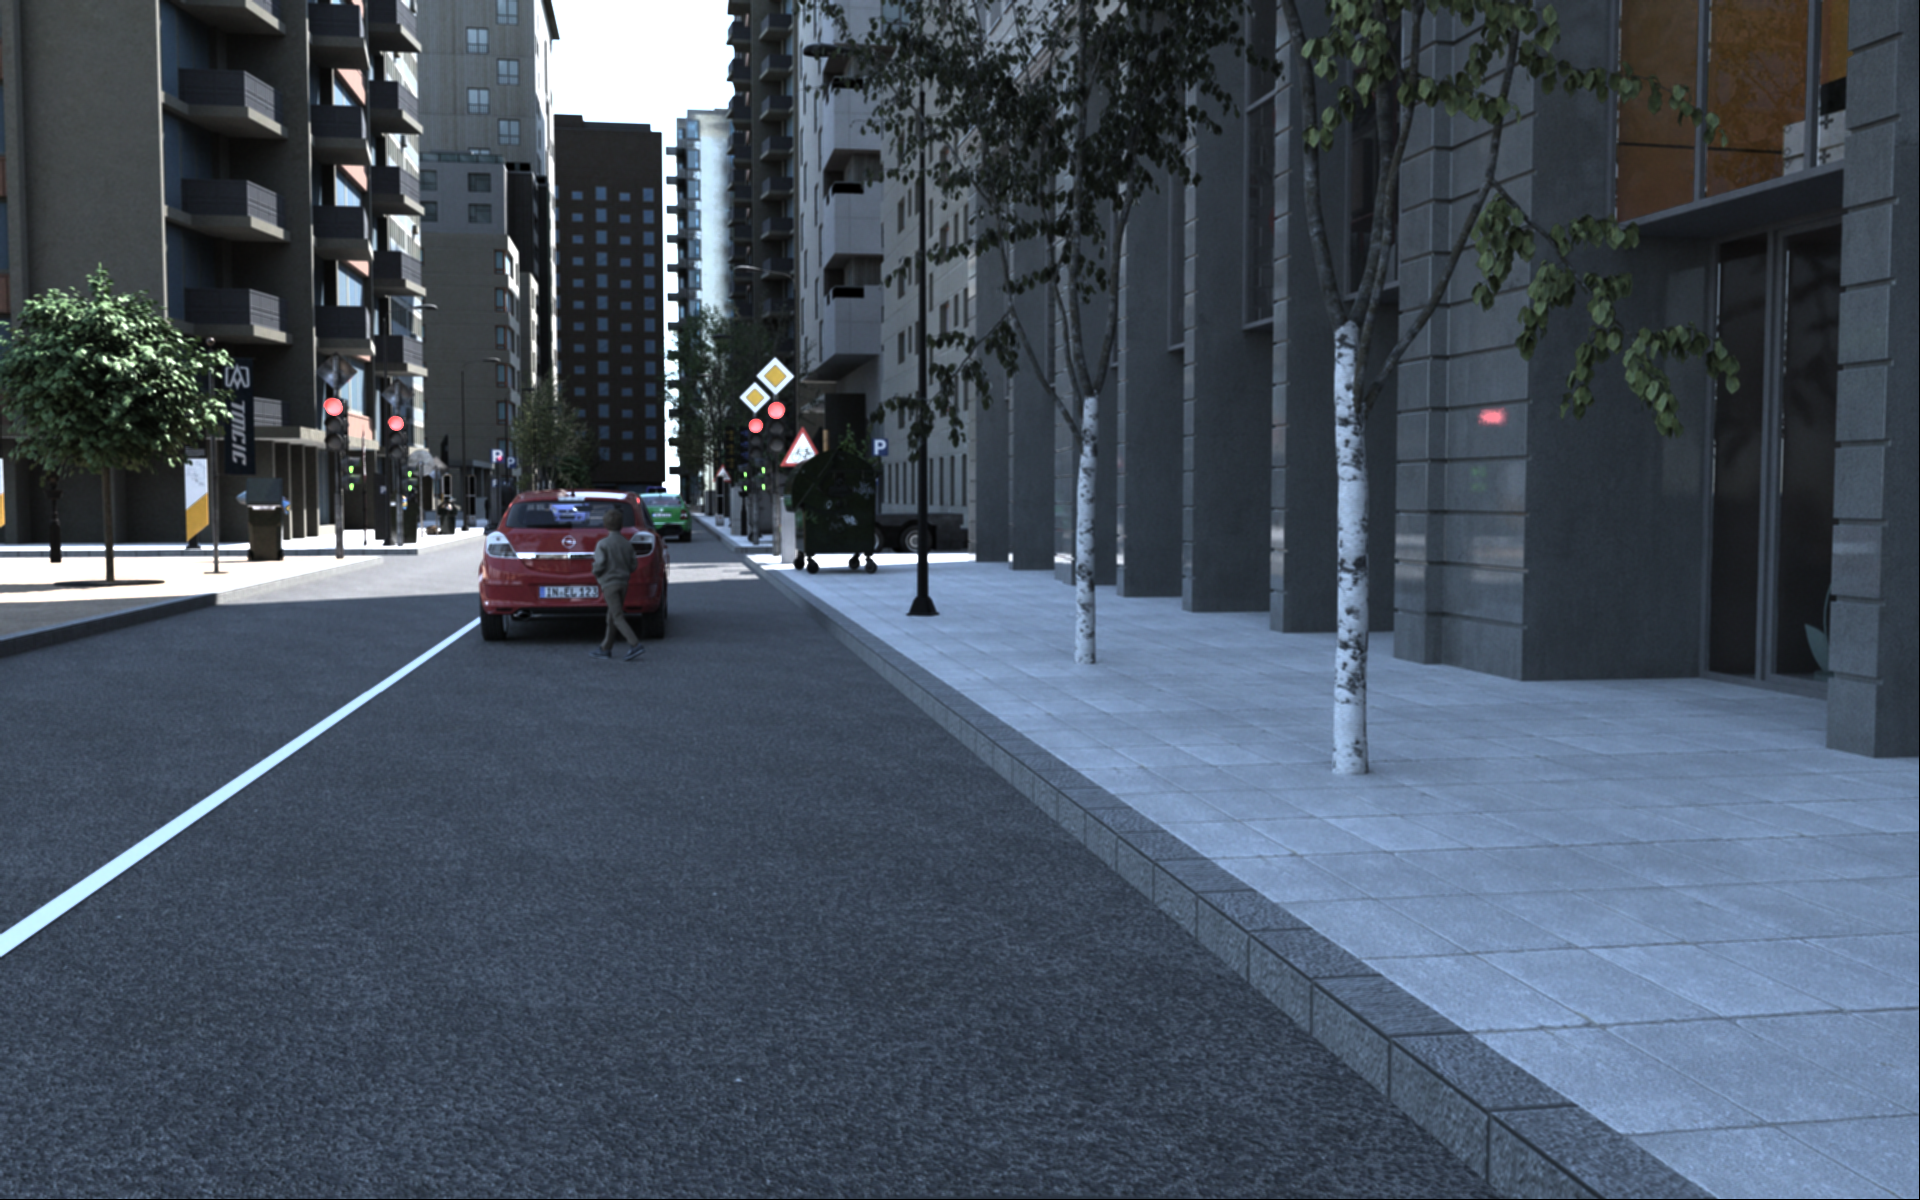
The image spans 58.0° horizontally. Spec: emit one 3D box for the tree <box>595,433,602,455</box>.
[{"bbox_3d":[-30.556,-11.380,136.430,4.737,8.622,4.395,0,3,0],"label":"tree"}]

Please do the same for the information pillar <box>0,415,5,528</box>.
[{"bbox_3d":[-22.572,-2.995,40.319,0.504,3.616,0.183,-1,4,-20],"label":"information pillar"}]

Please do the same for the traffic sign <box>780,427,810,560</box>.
[{"bbox_3d":[-3.035,-2.048,33.495,0.884,2.594,0.081,0,4,-7],"label":"traffic sign"}]

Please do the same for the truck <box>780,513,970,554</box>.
[{"bbox_3d":[5.217,-3.105,40.529,18.799,4.110,2.967,-1,4,-9],"label":"truck"}]

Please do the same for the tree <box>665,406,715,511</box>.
[{"bbox_3d":[-20.042,-11.098,131.813,4.737,8.622,4.395,0,3,0],"label":"tree"}]

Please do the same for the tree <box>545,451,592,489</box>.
[{"bbox_3d":[-28.282,-8.632,124.846,4.285,4.588,4.351,0,3,0],"label":"tree"}]

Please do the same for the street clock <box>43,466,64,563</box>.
[{"bbox_3d":[-16.876,-1.694,32.270,0.358,2.002,0.471,-2,4,-26],"label":"street clock"}]

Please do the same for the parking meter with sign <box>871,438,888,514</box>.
[{"bbox_3d":[-2.827,-3.599,55.111,0.543,3.016,1.738,-1,4,-22],"label":"parking meter with sign"}]

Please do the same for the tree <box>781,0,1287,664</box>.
[{"bbox_3d":[0.862,-3.838,13.112,4.360,8.622,3.978,0,3,0],"label":"tree"}]

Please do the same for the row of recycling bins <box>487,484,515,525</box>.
[{"bbox_3d":[-19.244,-4.004,72.574,1.069,1.692,3.534,-1,4,-10],"label":"row of recycling bins"}]

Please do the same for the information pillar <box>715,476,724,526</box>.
[{"bbox_3d":[-9.742,-4.019,70.207,0.304,2.012,0.304,-1,4,-17],"label":"information pillar"}]

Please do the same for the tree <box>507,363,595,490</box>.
[{"bbox_3d":[-23.675,-9.045,98.250,4.737,8.622,4.395,0,3,0],"label":"tree"}]

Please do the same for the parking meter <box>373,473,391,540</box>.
[{"bbox_3d":[-16.034,-2.591,48.067,0.399,1.863,0.255,-3,5,-43],"label":"parking meter"}]

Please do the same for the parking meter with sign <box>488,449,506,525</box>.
[{"bbox_3d":[-18.157,-4.368,67.672,0.543,3.016,1.738,-1,4,-21],"label":"parking meter with sign"}]

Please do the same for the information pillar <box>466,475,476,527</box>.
[{"bbox_3d":[-19.186,-3.878,67.895,0.304,2.012,0.304,-3,5,-43],"label":"information pillar"}]

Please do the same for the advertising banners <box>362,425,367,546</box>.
[{"bbox_3d":[-14.868,-2.877,43.226,0.090,3.025,2.074,-1,4,-18],"label":"advertising banners"}]

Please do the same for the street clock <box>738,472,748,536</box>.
[{"bbox_3d":[-6.649,-2.979,53.270,0.358,2.002,0.471,0,4,-7],"label":"street clock"}]

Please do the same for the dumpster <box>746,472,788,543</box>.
[{"bbox_3d":[-5.012,-2.465,46.063,1.264,1.857,1.865,-1,4,-10],"label":"dumpster"}]

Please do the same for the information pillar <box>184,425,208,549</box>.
[{"bbox_3d":[-17.819,-2.997,40.354,0.504,3.616,0.183,-1,4,-16],"label":"information pillar"}]

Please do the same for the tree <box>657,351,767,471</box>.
[{"bbox_3d":[-15.550,-10.736,109.939,7.601,10.594,8.767,0,4,4],"label":"tree"}]

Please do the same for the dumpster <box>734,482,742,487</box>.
[{"bbox_3d":[-6.738,-3.102,56.472,1.264,1.857,1.865,-1,4,-10],"label":"dumpster"}]

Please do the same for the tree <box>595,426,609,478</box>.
[{"bbox_3d":[-37.308,-13.645,173.459,4.360,8.622,3.978,0,3,0],"label":"tree"}]

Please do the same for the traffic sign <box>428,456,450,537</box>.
[{"bbox_3d":[-15.794,-3.124,52.266,0.795,2.450,0.064,0,4,-7],"label":"traffic sign"}]

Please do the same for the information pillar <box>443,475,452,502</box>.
[{"bbox_3d":[-19.374,-3.730,65.480,0.304,2.012,0.304,-1,4,-14],"label":"information pillar"}]

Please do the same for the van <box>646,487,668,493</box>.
[{"bbox_3d":[-25.722,-8.718,146.931,2.240,2.365,5.245,-1,4,-11],"label":"van"}]

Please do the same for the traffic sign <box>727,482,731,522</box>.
[{"bbox_3d":[-10.700,-4.923,80.604,0.768,2.556,0.104,0,4,-8],"label":"traffic sign"}]

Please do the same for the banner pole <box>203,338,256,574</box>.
[{"bbox_3d":[-11.794,-2.320,27.941,0.863,3.779,0.401,-2,4,-29],"label":"banner pole"}]

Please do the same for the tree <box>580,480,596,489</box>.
[{"bbox_3d":[-39.760,-11.710,186.064,1.663,3.219,1.824,0,3,0],"label":"tree"}]

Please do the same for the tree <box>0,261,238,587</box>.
[{"bbox_3d":[-12.202,-2.501,24.599,4.285,4.588,4.351,0,3,0],"label":"tree"}]

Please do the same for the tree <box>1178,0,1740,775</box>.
[{"bbox_3d":[1.831,-3.494,7.493,4.737,8.622,4.395,0,3,0],"label":"tree"}]

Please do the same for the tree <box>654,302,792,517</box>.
[{"bbox_3d":[-13.064,-10.376,95.401,9.928,11.665,9.643,0,3,0],"label":"tree"}]

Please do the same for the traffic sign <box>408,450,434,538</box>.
[{"bbox_3d":[-15.565,-3.053,50.030,0.768,2.556,0.104,0,4,-1],"label":"traffic sign"}]

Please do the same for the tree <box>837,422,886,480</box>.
[{"bbox_3d":[-3.069,-3.197,46.865,1.663,3.219,1.824,0,3,0],"label":"tree"}]

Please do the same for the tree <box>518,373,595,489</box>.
[{"bbox_3d":[-24.718,-9.436,104.642,4.360,8.622,3.978,0,3,0],"label":"tree"}]

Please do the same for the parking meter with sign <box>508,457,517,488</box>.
[{"bbox_3d":[-20.848,-5.108,79.769,0.543,3.016,1.738,0,4,-3],"label":"parking meter with sign"}]

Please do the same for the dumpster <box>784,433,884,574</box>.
[{"bbox_3d":[-2.092,-1.594,28.556,1.502,2.255,1.985,-1,4,-10],"label":"dumpster"}]

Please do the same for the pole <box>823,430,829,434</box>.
[{"bbox_3d":[-4.240,-3.738,54.956,0.158,3.312,0.155,0,3,0],"label":"pole"}]

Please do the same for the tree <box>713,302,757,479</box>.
[{"bbox_3d":[-7.202,-6.913,63.390,4.360,8.622,3.978,0,3,0],"label":"tree"}]

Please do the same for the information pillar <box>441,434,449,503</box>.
[{"bbox_3d":[-20.141,-4.673,67.758,0.183,3.616,0.504,0,4,8],"label":"information pillar"}]

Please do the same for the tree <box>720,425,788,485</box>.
[{"bbox_3d":[-9.167,-5.707,77.017,4.285,4.588,4.351,0,3,0],"label":"tree"}]

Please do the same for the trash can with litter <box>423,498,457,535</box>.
[{"bbox_3d":[-16.243,-2.611,54.071,1.055,1.170,0.624,1,4,10],"label":"trash can with litter"}]

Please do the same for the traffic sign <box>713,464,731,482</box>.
[{"bbox_3d":[-10.141,-4.535,74.151,0.884,2.594,0.081,0,4,-8],"label":"traffic sign"}]
